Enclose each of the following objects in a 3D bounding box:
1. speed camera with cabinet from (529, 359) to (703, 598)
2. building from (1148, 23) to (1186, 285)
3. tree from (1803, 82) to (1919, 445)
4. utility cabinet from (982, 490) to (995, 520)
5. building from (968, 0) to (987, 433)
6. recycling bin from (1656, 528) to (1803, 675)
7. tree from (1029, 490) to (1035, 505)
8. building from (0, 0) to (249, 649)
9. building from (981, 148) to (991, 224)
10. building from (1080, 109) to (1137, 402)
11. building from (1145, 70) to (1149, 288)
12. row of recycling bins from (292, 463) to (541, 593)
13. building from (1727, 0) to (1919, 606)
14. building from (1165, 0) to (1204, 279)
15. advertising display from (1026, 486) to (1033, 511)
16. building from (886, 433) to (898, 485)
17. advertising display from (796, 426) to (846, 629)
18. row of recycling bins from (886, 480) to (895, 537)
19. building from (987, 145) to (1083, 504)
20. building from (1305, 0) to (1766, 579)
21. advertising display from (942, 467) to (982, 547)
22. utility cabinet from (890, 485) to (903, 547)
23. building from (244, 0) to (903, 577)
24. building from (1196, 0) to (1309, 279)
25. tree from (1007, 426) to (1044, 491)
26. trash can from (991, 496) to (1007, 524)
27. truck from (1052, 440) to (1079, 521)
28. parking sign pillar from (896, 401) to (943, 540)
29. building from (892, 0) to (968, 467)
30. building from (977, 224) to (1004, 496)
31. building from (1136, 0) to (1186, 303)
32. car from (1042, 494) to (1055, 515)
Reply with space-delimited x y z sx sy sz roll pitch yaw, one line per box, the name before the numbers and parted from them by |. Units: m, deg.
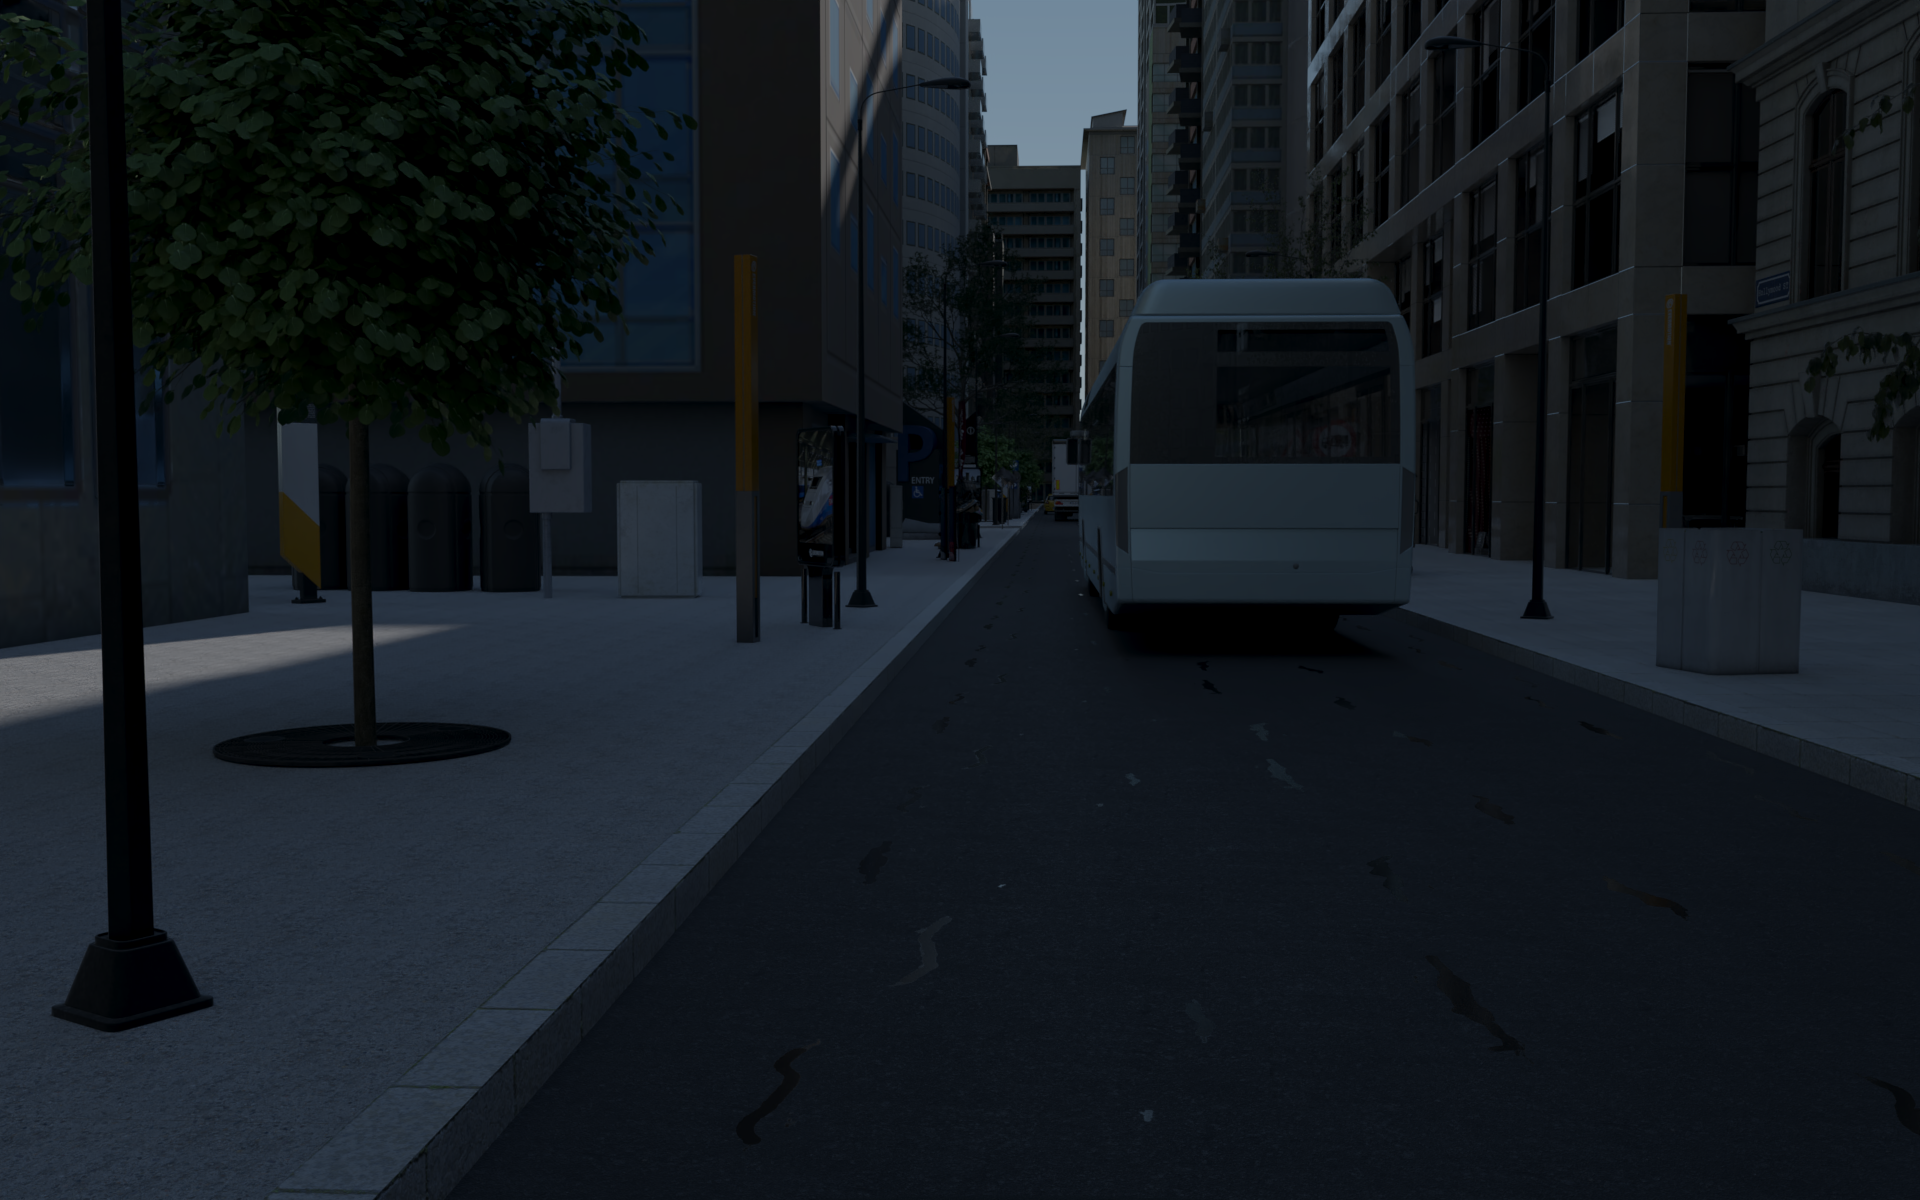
speed camera with cabinet | -4.252 -1.658 21.452 2.038 3.252 0.660 0 4 -2
building | 23.691 -28.793 154.352 14.154 41.232 14.086 0 4 3
tree | 5.372 -3.487 7.370 4.360 8.622 3.978 0 3 0
utility cabinet | 1.371 -4.680 85.189 0.318 1.500 1.173 -1 4 -19
building | -8.870 -33.155 161.697 23.786 49.044 30.456 0 4 3
recycling bin | 5.598 -0.004 12.627 0.722 1.027 0.722 -1 4 -11
tree | 8.194 -12.917 205.793 1.663 3.219 1.824 0 3 0
building | -17.683 -42.111 1.180 22.319 86.520 31.000 0 4 3
building | -9.284 -33.864 208.306 28.867 44.769 22.147 0 4 3
building | 30.899 -40.126 245.301 27.495 52.752 28.713 0 4 3
building | 25.371 -31.715 168.658 14.600 45.320 14.200 0 4 3
row of recycling bins | -7.284 -0.979 23.113 3.534 1.692 1.069 1 4 10
building | 15.542 -11.504 7.182 14.460 24.649 34.723 0 4 3
building | 26.235 -28.710 124.028 22.147 44.769 28.867 0 4 3
advertising display | 5.204 -7.874 133.950 0.974 1.923 0.123 3 5 42
building | -11.698 -39.422 82.798 20.563 71.187 20.611 0 4 3
advertising display | -1.354 -0.707 16.770 0.123 1.923 0.974 -2 4 -27
row of recycling bins | -3.507 -2.762 52.276 3.534 1.692 1.069 1 4 22
building | 6.187 -37.878 243.005 21.600 48.544 21.300 0 4 3
building | 20.526 -14.506 41.683 19.350 26.468 34.151 0 4 3
advertising display | 0.051 -2.219 41.488 0.974 1.923 0.123 -1 4 -22
utility cabinet | -1.522 -2.011 41.567 0.318 1.500 1.173 0 4 -2
building | -8.607 -23.390 32.540 14.600 45.320 14.200 0 4 3
building | 24.990 -24.313 89.398 23.993 40.220 32.217 0 4 3
tree | 5.810 -12.811 159.827 4.737 8.622 4.395 0 3 0
trash can | 1.689 -3.814 74.017 0.748 1.137 0.748 0 3 0
truck | 6.419 -6.479 94.838 2.839 4.237 11.283 0 4 4
parking sign pillar | -1.132 -3.702 48.999 1.447 3.967 1.447 1 4 19
building | -10.601 -35.142 116.574 21.231 58.520 28.212 0 4 3
building | -2.560 -25.240 184.378 14.160 30.474 14.107 0 4 3
building | 29.568 -46.971 206.233 20.563 71.187 20.611 0 4 3
car | 6.813 -6.884 122.769 2.015 1.641 3.980 0 4 2
